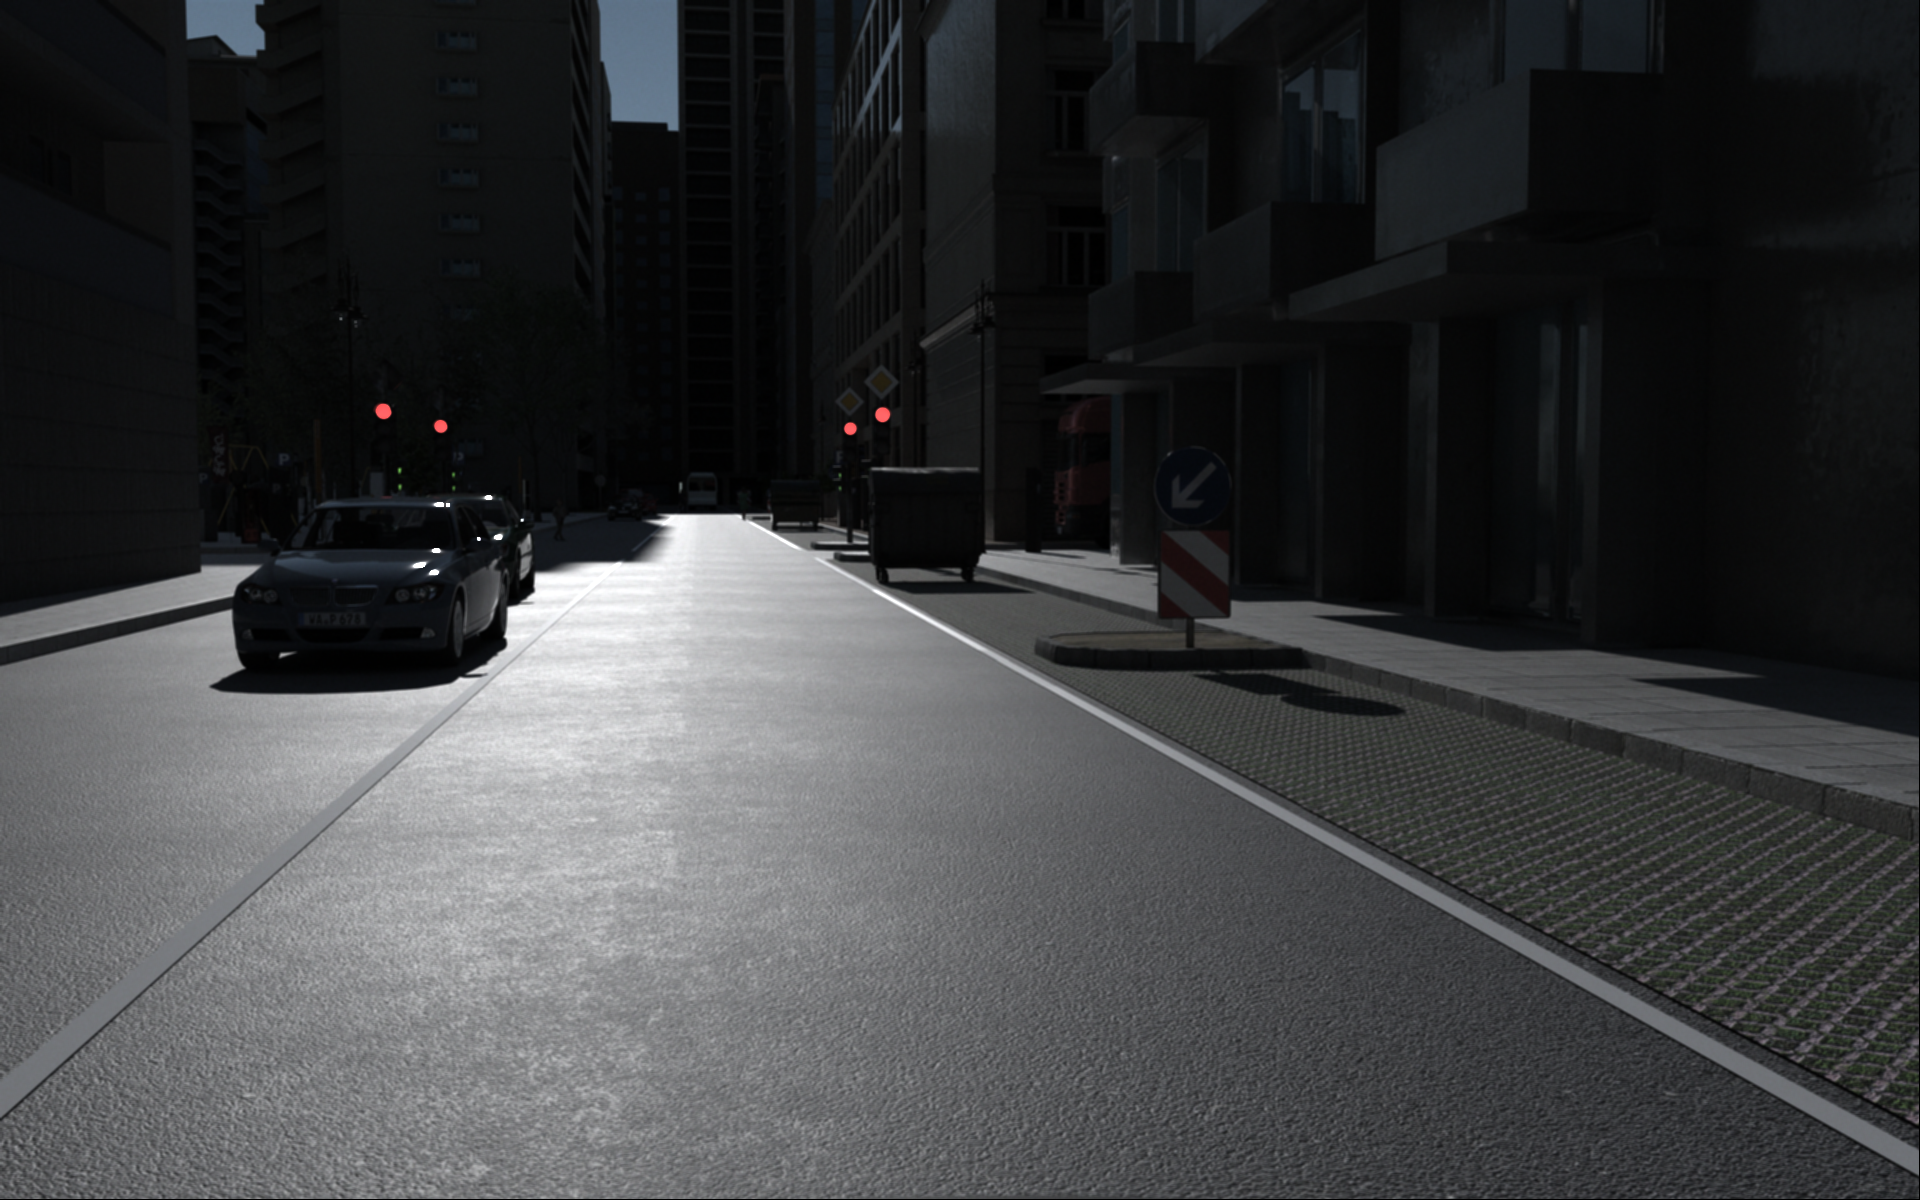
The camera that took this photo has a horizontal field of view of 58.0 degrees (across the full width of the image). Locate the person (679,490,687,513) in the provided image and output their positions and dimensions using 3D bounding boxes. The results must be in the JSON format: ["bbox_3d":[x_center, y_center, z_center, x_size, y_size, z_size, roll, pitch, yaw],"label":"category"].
[{"bbox_3d":[-20.383,-7.264,127.712,0.568,1.767,0.683,3,4,38],"label":"person"}]

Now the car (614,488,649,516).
[{"bbox_3d":[-21.772,-6.498,114.915,2.281,1.827,5.304,-1,4,-8],"label":"car"}]

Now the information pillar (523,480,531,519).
[{"bbox_3d":[-22.119,-5.136,88.462,0.304,2.012,0.304,-2,4,-33],"label":"information pillar"}]

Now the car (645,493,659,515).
[{"bbox_3d":[-22.258,-6.888,121.664,2.155,1.783,4.494,-1,4,-10],"label":"car"}]

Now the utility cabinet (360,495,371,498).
[{"bbox_3d":[-26.220,-4.043,77.266,1.020,1.237,0.306,1,4,9],"label":"utility cabinet"}]

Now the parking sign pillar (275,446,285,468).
[{"bbox_3d":[-38.169,-6.650,97.198,1.447,3.967,1.447,-1,4,-12],"label":"parking sign pillar"}]

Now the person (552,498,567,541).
[{"bbox_3d":[-12.203,-2.451,52.852,0.640,1.303,0.475,3,4,36],"label":"person"}]

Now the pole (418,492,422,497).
[{"bbox_3d":[-20.585,-4.415,66.022,0.158,3.312,0.155,0,3,0],"label":"pole"}]

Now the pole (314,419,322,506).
[{"bbox_3d":[-17.509,-3.268,47.278,0.158,3.312,0.155,0,3,0],"label":"pole"}]

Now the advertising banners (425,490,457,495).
[{"bbox_3d":[-18.708,-3.983,61.306,2.074,3.025,0.090,1,4,19],"label":"advertising banners"}]

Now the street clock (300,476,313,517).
[{"bbox_3d":[-26.183,-3.966,69.422,0.471,2.002,0.358,1,4,22],"label":"street clock"}]

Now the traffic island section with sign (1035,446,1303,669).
[{"bbox_3d":[1.712,-0.395,15.094,1.989,1.847,2.006,-1,4,-9],"label":"traffic island section with sign"}]

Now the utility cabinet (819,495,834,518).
[{"bbox_3d":[-7.325,-5.047,93.687,1.020,1.237,0.306,-2,4,-31],"label":"utility cabinet"}]

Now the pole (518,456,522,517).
[{"bbox_3d":[-23.716,-6.089,93.403,0.158,3.312,0.155,0,3,0],"label":"pole"}]

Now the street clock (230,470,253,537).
[{"bbox_3d":[-21.717,-2.911,52.168,0.471,2.002,0.358,1,4,9],"label":"street clock"}]

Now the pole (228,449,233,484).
[{"bbox_3d":[-33.135,-5.194,78.763,0.158,3.312,0.155,0,3,0],"label":"pole"}]

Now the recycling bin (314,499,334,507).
[{"bbox_3d":[-32.340,-4.617,88.039,0.722,1.027,0.722,3,4,37],"label":"recycling bin"}]

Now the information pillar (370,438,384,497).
[{"bbox_3d":[-22.219,-4.568,66.042,0.504,3.616,0.183,1,4,9],"label":"information pillar"}]

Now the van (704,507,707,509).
[{"bbox_3d":[-26.124,-10.152,172.999,2.013,2.044,4.112,-1,4,-8],"label":"van"}]

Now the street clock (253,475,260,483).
[{"bbox_3d":[-27.006,-3.770,66.211,0.358,2.002,0.471,3,4,37],"label":"street clock"}]

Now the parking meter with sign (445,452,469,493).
[{"bbox_3d":[-20.620,-4.529,70.309,0.543,3.016,1.738,0,4,4],"label":"parking meter with sign"}]

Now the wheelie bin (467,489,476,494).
[{"bbox_3d":[-29.269,-5.848,103.524,0.693,1.594,0.980,-1,4,-19],"label":"wheelie bin"}]

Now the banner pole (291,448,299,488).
[{"bbox_3d":[-35.644,-6.286,92.786,0.401,3.779,0.863,1,4,9],"label":"banner pole"}]

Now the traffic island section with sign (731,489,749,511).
[{"bbox_3d":[-18.046,-8.408,146.105,1.989,1.847,2.006,-1,4,-9],"label":"traffic island section with sign"}]

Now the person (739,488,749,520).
[{"bbox_3d":[-12.059,-5.369,96.530,0.600,1.795,0.529,0,4,0],"label":"person"}]

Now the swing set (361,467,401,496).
[{"bbox_3d":[-32.818,-6.214,99.215,3.119,2.851,2.862,1,4,22],"label":"swing set"}]

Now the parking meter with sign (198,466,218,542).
[{"bbox_3d":[-20.684,-3.102,46.972,1.738,3.016,0.543,3,5,43],"label":"parking meter with sign"}]

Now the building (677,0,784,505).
[{"bbox_3d":[-23.862,-47.337,212.219,20.611,71.187,20.563,-1,4,-9],"label":"building"}]

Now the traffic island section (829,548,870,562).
[{"bbox_3d":[-1.674,-0.934,37.558,2.009,0.180,2.903,-1,4,-9],"label":"traffic island section"}]

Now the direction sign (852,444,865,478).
[{"bbox_3d":[-4.704,-5.315,78.894,0.876,3.537,0.379,-3,4,-36],"label":"direction sign"}]

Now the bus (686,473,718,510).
[{"bbox_3d":[-23.168,-9.839,155.721,2.948,3.499,13.247,-1,4,-8],"label":"bus"}]

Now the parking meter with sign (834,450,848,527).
[{"bbox_3d":[-4.615,-4.396,68.137,0.543,3.016,1.738,0,4,-8],"label":"parking meter with sign"}]

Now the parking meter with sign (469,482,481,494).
[{"bbox_3d":[-31.228,-7.048,111.495,1.738,3.016,0.543,-2,4,-33],"label":"parking meter with sign"}]

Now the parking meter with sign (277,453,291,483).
[{"bbox_3d":[-28.355,-4.677,72.732,0.543,3.016,1.738,-1,4,-21],"label":"parking meter with sign"}]

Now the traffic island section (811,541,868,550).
[{"bbox_3d":[-2.865,-1.417,45.454,2.009,0.180,2.903,-1,4,-9],"label":"traffic island section"}]

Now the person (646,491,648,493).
[{"bbox_3d":[-31.621,-10.177,175.583,0.721,1.739,1.217,1,4,11],"label":"person"}]

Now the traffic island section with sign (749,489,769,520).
[{"bbox_3d":[-10.602,-5.391,96.778,1.989,1.847,2.006,-1,4,-9],"label":"traffic island section with sign"}]

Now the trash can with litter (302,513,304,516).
[{"bbox_3d":[-38.655,-5.666,103.693,2.233,1.210,1.678,-1,4,-11],"label":"trash can with litter"}]

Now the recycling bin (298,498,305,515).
[{"bbox_3d":[-40.558,-5.733,106.284,0.722,1.027,0.722,-1,4,-14],"label":"recycling bin"}]

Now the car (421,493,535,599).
[{"bbox_3d":[-7.186,-0.807,24.994,2.131,1.459,4.920,-1,4,-10],"label":"car"}]

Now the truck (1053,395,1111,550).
[{"bbox_3d":[7.385,-3.328,43.332,11.283,4.237,2.839,0,4,-7],"label":"truck"}]

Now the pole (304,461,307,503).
[{"bbox_3d":[-39.954,-6.844,105.744,0.158,3.312,0.155,0,3,0],"label":"pole"}]

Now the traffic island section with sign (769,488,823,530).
[{"bbox_3d":[-6.582,-3.761,70.123,1.989,1.847,2.006,-1,4,-9],"label":"traffic island section with sign"}]

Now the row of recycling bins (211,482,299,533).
[{"bbox_3d":[-23.821,-3.131,58.302,3.534,1.692,1.069,1,4,19],"label":"row of recycling bins"}]

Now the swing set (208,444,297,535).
[{"bbox_3d":[-23.035,-3.527,55.282,2.862,2.851,3.119,0,4,-2],"label":"swing set"}]

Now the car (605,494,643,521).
[{"bbox_3d":[-18.158,-5.139,93.804,2.009,1.686,4.222,-1,4,-9],"label":"car"}]

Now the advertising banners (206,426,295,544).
[{"bbox_3d":[-18.332,-2.973,44.793,2.074,3.025,0.090,-2,4,-27],"label":"advertising banners"}]

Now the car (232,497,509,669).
[{"bbox_3d":[-5.220,-0.233,15.810,2.014,1.417,4.499,0,4,-7],"label":"car"}]

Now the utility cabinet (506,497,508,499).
[{"bbox_3d":[-14.883,-2.723,55.686,0.306,1.237,1.020,1,4,12],"label":"utility cabinet"}]
